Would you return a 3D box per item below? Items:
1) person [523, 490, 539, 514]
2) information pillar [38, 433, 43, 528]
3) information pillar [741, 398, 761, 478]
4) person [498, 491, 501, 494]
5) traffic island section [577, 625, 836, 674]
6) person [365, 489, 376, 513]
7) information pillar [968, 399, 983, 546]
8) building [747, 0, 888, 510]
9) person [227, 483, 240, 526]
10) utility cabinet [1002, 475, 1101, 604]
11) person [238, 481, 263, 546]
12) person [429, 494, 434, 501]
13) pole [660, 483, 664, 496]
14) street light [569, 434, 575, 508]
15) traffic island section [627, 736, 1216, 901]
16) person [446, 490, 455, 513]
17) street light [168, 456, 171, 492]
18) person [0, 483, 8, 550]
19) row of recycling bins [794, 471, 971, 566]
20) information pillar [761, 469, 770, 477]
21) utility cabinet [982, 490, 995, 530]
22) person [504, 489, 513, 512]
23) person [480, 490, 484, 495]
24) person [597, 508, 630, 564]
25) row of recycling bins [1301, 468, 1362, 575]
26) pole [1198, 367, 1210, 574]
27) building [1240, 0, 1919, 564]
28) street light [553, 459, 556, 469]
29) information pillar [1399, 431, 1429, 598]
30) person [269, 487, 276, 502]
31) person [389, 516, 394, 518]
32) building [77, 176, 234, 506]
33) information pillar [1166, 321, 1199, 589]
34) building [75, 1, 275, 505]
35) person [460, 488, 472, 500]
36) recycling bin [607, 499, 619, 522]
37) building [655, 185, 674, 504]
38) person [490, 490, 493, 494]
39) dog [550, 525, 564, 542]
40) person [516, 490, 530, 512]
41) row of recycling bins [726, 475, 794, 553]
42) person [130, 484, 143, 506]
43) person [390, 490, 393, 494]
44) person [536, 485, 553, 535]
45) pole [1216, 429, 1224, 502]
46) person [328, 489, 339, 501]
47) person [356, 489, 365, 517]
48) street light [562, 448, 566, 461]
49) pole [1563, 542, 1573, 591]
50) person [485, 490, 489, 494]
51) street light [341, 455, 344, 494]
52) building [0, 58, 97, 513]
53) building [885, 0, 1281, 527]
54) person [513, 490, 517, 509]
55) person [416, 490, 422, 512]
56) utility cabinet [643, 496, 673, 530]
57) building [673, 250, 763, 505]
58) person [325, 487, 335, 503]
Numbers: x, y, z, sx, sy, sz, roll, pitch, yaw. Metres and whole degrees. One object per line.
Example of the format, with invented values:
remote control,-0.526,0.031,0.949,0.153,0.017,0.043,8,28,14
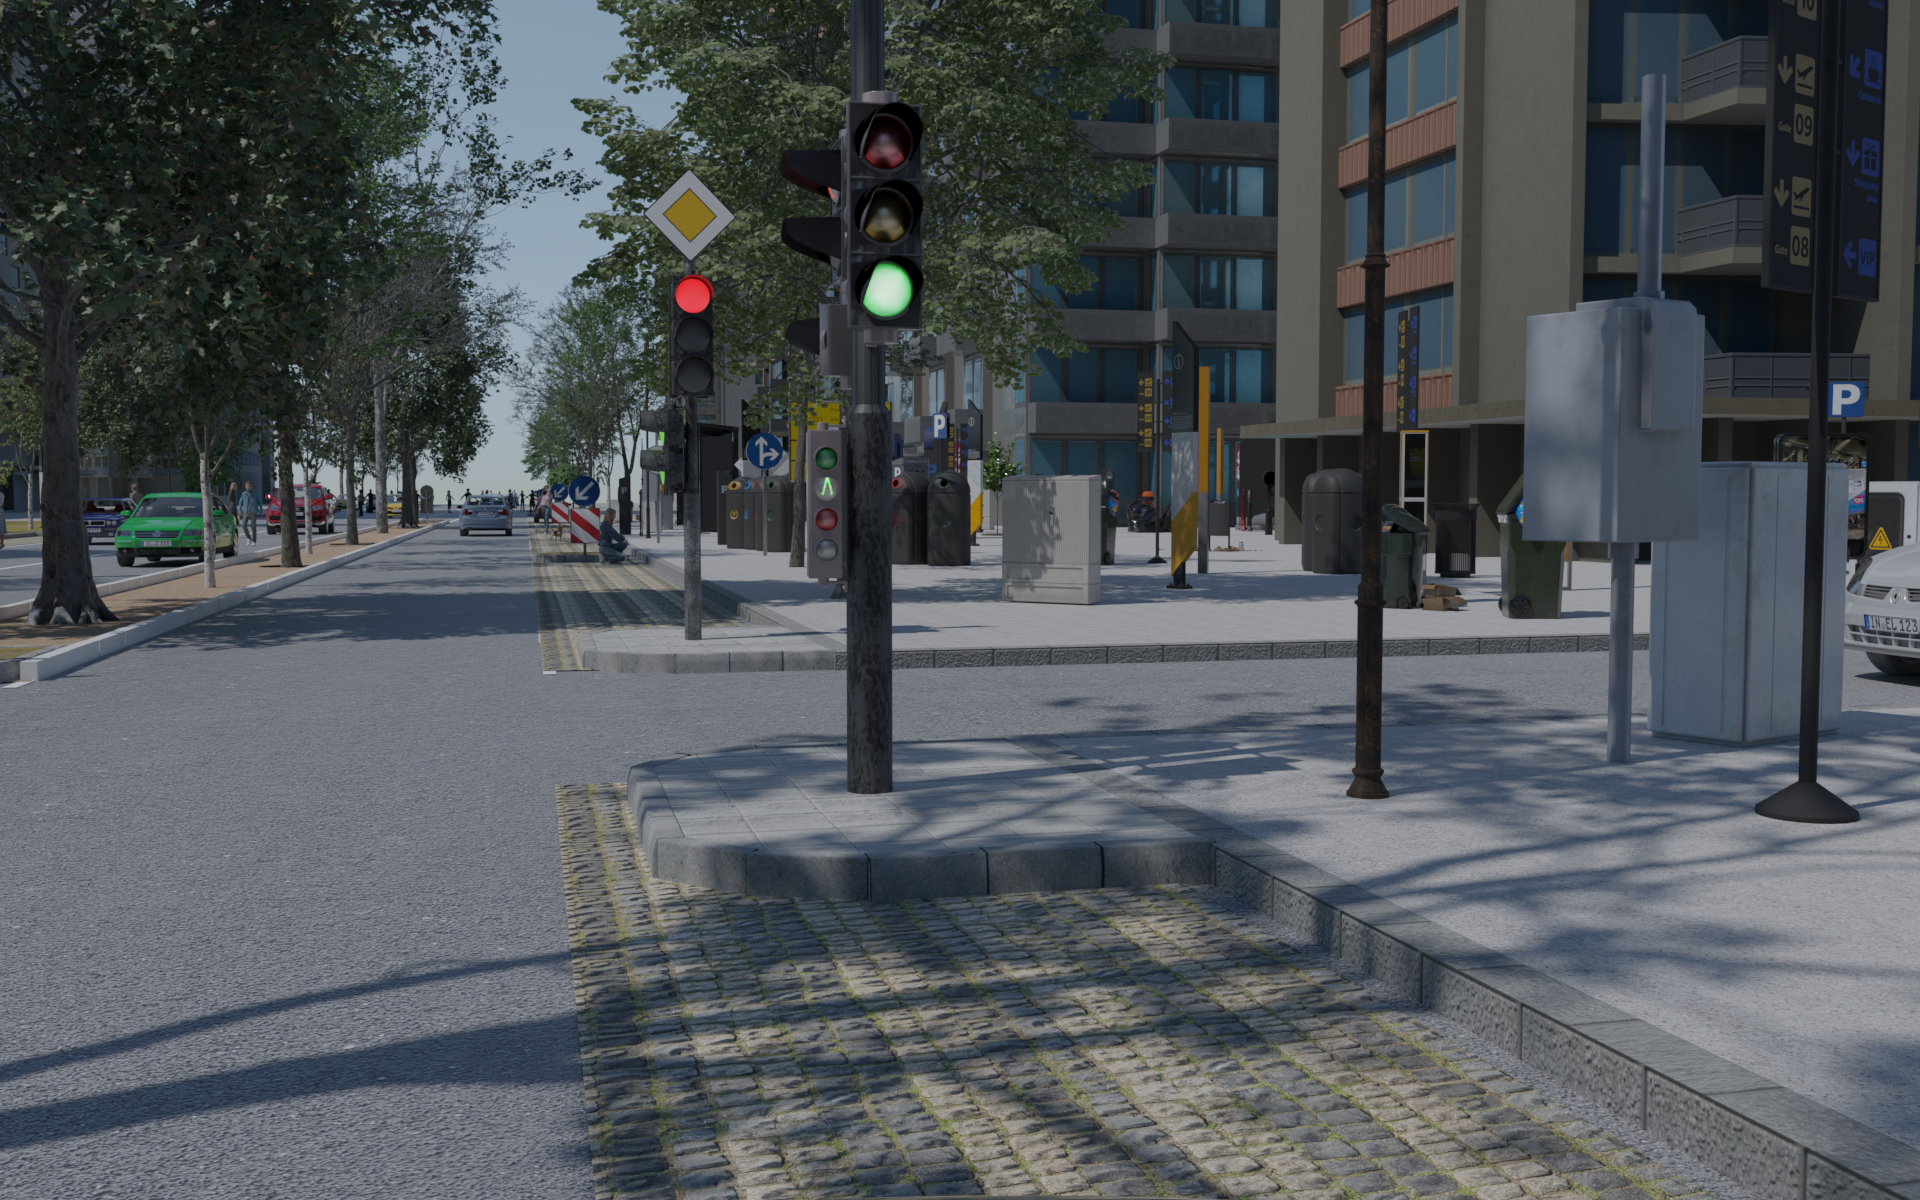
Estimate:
person,-28.394,-6.464,114.908,1.217,1.735,0.721,-2,4,-24
information pillar,-34.996,-4.567,66.029,0.183,3.616,0.504,-3,5,-39
information pillar,-5.140,-3.132,42.560,0.504,3.616,0.183,-2,4,-27
person,-58.377,-12.903,219.469,0.705,1.822,1.348,3,5,43
traffic island section,-2.327,0.429,15.264,2.009,0.180,2.903,-1,4,-14
person,-44.320,-7.450,130.328,1.348,1.821,0.705,1,4,16
information pillar,0.366,-3.135,42.610,0.183,3.616,0.504,-3,5,-41
building,-5.487,-29.673,139.784,22.147,44.769,28.867,-1,4,-14
person,-23.964,-2.925,56.537,0.699,1.804,1.509,1,4,14
utility cabinet,1.059,-0.709,20.274,1.173,1.500,0.318,2,4,33
person,-19.612,-2.388,47.889,0.601,1.785,0.444,0,4,-4
person,-43.311,-8.151,141.770,0.705,1.824,1.348,0,4,8
pole,-14.910,-5.681,86.723,0.158,3.312,0.155,0,3,0
street light,-27.859,-9.286,124.614,0.468,5.910,1.993,-1,4,-14
traffic island section,-0.380,0.903,7.519,2.009,0.180,2.903,-1,4,-14
person,-38.748,-7.485,131.666,0.721,1.735,1.217,1,4,13
street light,-38.902,-6.873,85.158,0.468,5.910,1.993,-1,4,-14
person,-24.964,-2.186,44.805,0.524,1.755,0.480,0,4,2
row of recycling bins,-1.302,-1.515,31.881,3.534,1.692,1.069,2,4,34
information pillar,-5.457,-2.663,48.037,0.304,2.012,0.304,-2,4,-28
utility cabinet,0.690,-3.268,62.108,1.173,1.500,0.318,3,4,38
person,-29.969,-6.468,114.785,0.750,1.759,0.617,0,4,-7
person,-47.505,-10.038,172.556,0.705,1.831,1.348,2,4,29
person,-7.031,-1.312,35.447,0.738,1.151,1.012,0,4,0
row of recycling bins,6.265,-1.353,29.229,1.069,1.692,3.534,0,4,7
pole,3.928,-2.082,27.880,0.158,3.312,0.155,0,3,0
building,21.985,-23.738,42.736,28.867,44.769,22.147,-1,4,-14
street light,-47.967,-14.196,204.894,0.468,5.910,1.993,-1,4,-14
information pillar,5.285,-0.961,20.200,0.304,2.012,0.304,1,4,11
person,-39.334,-5.566,99.367,0.709,1.838,0.599,-2,4,-25
person,-34.181,-5.640,103.979,1.065,1.426,0.557,3,4,39
building,-95.003,-29.989,182.209,32.217,40.220,23.993,-1,4,-14
information pillar,3.016,-1.954,23.302,0.183,3.616,0.504,-2,4,-30
building,-96.125,-40.748,208.231,21.231,58.520,28.212,-1,4,-14
person,-36.328,-7.331,127.989,1.348,1.869,0.705,-2,4,-33
recycling bin,-16.138,-4.205,81.301,0.722,1.027,0.722,0,4,5
building,-29.844,-35.498,235.013,22.147,44.769,28.867,-1,4,-14
person,-51.363,-11.072,189.401,0.599,1.838,0.709,0,4,3
dog,-12.096,-1.999,51.975,0.540,0.507,0.406,0,4,6
person,-35.289,-7.986,139.796,1.217,1.735,0.721,-3,4,-38
row of recycling bins,-4.429,-1.984,39.547,1.069,1.692,3.534,-2,4,-26
person,-26.224,-2.812,55.032,0.362,1.759,0.519,1,4,23
person,-41.197,-7.112,125.497,1.217,1.735,0.721,0,4,-5
person,-14.511,-3.158,60.725,0.593,1.750,0.643,1,4,23
pole,8.107,-3.678,53.979,0.158,3.312,0.155,0,3,0
person,-45.284,-7.078,124.314,1.350,1.814,0.705,-1,4,-12
person,-38.311,-6.195,110.497,1.217,1.736,0.721,3,4,37
street light,-37.171,-11.601,162.470,0.468,5.910,1.993,-1,4,-14
pole,8.049,-1.781,22.960,0.158,3.312,0.155,0,3,0
person,-32.899,-6.822,120.767,1.217,1.743,0.721,-3,5,-40
street light,-59.115,-11.806,165.817,0.468,5.910,1.993,-1,4,-14
building,-78.183,-32.448,119.760,28.713,52.752,27.495,-1,4,-14
building,8.599,-28.100,79.041,23.786,49.044,30.456,-1,4,-14
person,-43.470,-9.809,168.742,0.599,1.838,0.709,2,4,25
person,-43.404,-7.900,138.190,1.217,1.766,0.721,1,4,21
utility cabinet,-10.851,-3.127,62.291,1.020,1.237,0.306,-1,4,-22
building,-28.378,-26.981,212.834,14.160,30.474,14.107,-1,4,-14
person,-36.884,-5.642,100.715,1.348,1.831,0.705,2,4,30
